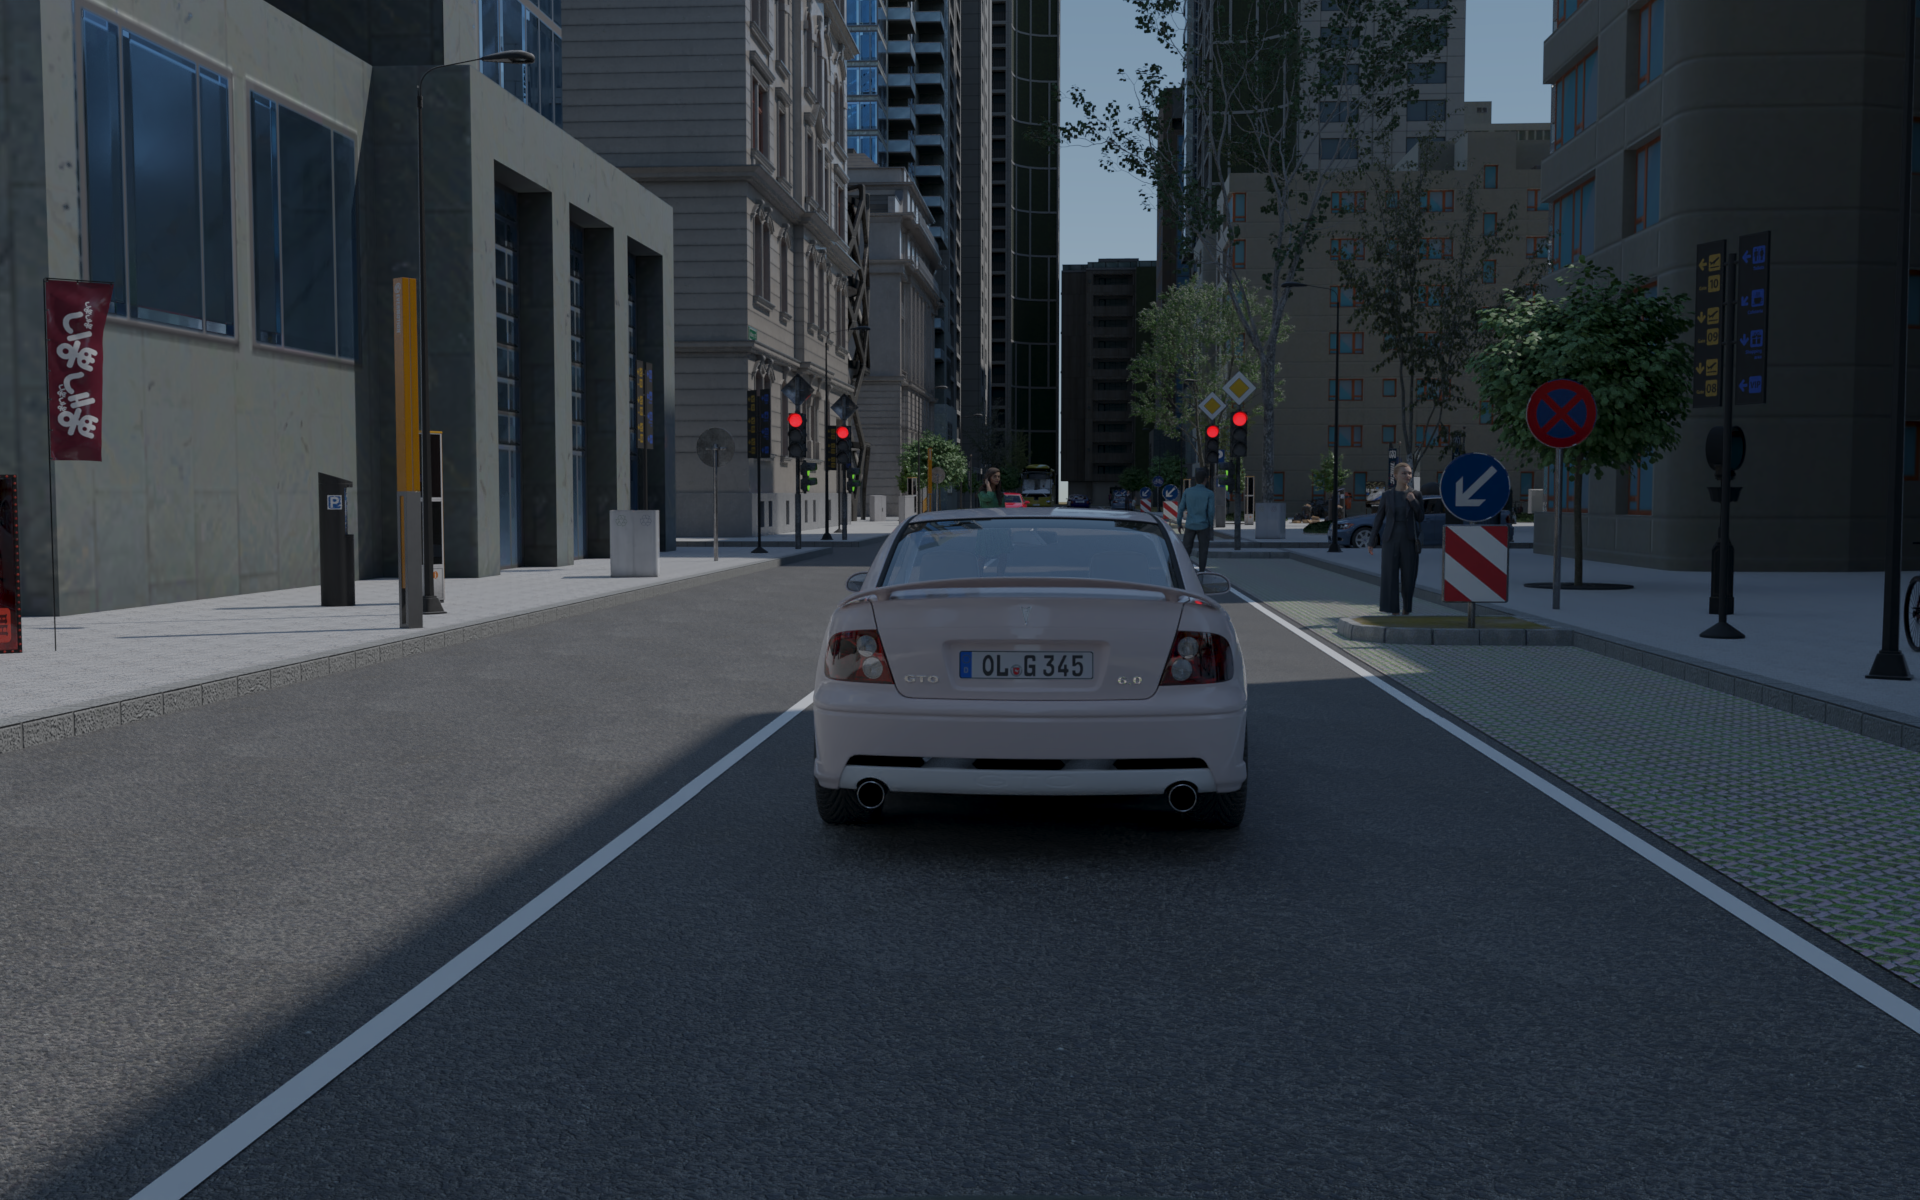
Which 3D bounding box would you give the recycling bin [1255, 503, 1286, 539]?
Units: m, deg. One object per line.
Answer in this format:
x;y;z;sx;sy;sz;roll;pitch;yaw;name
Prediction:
8.887;-2.264;49.564;0.722;1.027;0.722;2;4;25;recycling bin

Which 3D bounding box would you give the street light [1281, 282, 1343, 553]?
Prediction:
7.721;-4.006;38.041;1.470;5.913;1.316;0;4;4;street light

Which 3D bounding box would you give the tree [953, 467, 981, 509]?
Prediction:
0.134;-7.565;118.290;1.663;3.219;1.824;0;3;0;tree

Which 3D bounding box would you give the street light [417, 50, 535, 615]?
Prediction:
-5.149;-2.801;18.336;1.470;5.913;1.316;0;4;4;street light

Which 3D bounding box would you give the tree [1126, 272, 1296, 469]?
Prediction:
11.381;-9.437;80.053;9.928;11.665;9.643;0;3;0;tree

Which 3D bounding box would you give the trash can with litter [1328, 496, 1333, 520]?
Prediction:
13.448;-3.133;62.280;1.678;1.210;2.233;0;4;6;trash can with litter

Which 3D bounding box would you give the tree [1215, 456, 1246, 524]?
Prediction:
11.747;-4.837;73.680;1.663;3.219;1.824;0;3;0;tree

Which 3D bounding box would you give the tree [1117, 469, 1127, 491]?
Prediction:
19.200;-12.773;192.556;4.285;4.588;4.351;0;3;0;tree

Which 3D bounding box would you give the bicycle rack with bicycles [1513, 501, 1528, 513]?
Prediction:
28.183;-4.667;89.686;2.852;0.926;2.925;2;4;35;bicycle rack with bicycles

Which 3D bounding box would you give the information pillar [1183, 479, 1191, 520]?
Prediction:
11.196;-4.951;85.435;0.304;2.012;0.304;1;4;17;information pillar

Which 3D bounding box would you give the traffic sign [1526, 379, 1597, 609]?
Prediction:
6.645;-1.169;19.223;0.768;2.556;0.104;0;4;4;traffic sign

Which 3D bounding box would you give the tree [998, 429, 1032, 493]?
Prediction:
6.179;-14.797;192.294;4.737;8.622;4.395;0;3;0;tree

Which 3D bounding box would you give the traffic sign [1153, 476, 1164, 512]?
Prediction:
13.908;-7.432;121.626;0.768;2.556;0.104;1;4;10;traffic sign

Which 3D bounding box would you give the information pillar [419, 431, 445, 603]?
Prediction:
-6.269;-0.966;20.287;0.304;2.012;0.304;2;4;25;information pillar

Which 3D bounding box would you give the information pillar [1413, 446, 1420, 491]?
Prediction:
22.201;-5.681;84.236;0.504;3.616;0.183;-3;4;-39;information pillar

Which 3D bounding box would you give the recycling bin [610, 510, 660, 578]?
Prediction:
-5.058;-0.881;26.958;0.722;1.027;0.722;0;4;-7;recycling bin

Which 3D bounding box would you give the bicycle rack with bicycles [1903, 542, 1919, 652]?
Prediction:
8.424;0.046;12.627;2.852;0.926;2.925;1;4;18;bicycle rack with bicycles

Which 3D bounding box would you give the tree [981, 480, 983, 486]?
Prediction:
0.937;-7.967;124.864;1.663;3.219;1.824;0;3;0;tree

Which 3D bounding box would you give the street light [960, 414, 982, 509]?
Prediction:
0.596;-7.836;100.665;1.470;5.913;1.316;0;4;4;street light

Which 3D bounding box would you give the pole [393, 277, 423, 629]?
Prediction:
-5.252;-1.384;16.476;0.158;3.312;0.155;0;3;0;pole

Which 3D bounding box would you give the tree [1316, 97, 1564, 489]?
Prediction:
8.703;-5.024;32.503;4.360;8.622;3.978;0;3;0;tree

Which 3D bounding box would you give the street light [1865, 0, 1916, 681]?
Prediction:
5.942;-2.410;11.941;1.470;5.913;1.316;0;4;4;street light

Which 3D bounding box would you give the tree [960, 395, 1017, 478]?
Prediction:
2.199;-10.943;129.285;4.360;8.622;3.978;0;3;0;tree

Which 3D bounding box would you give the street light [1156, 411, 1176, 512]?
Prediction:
11.753;-7.558;96.117;1.470;5.913;1.316;0;4;4;street light

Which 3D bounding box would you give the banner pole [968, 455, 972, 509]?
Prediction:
0.633;-7.381;110.699;0.401;3.779;0.863;-1;4;-15;banner pole

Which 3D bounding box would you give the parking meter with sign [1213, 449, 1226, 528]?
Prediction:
10.001;-4.317;66.838;0.543;3.016;1.738;0;4;3;parking meter with sign

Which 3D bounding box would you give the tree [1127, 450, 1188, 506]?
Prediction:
15.395;-8.821;127.934;4.285;4.588;4.351;0;3;0;tree

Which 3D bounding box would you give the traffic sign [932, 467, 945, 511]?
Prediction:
-1.082;-5.004;81.924;0.768;2.556;0.104;1;4;12;traffic sign

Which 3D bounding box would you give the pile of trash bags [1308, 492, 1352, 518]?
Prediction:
19.791;-5.032;92.029;1.912;1.369;3.447;3;5;44;pile of trash bags

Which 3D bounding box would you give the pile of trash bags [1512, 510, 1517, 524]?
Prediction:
21.925;-3.937;74.124;3.447;1.369;1.912;0;4;-4;pile of trash bags

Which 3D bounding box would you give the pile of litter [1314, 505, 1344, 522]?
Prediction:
14.929;-3.286;67.695;1.719;0.858;1.176;0;4;1;pile of litter

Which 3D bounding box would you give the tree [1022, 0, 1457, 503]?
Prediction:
8.904;-12.264;56.404;12.611;20.169;13.585;0;3;0;tree

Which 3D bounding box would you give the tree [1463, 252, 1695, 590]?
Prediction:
8.588;-2.449;23.753;4.285;4.588;4.351;0;3;0;tree

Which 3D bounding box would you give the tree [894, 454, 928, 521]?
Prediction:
-2.508;-5.386;82.662;1.663;3.219;1.824;0;3;0;tree

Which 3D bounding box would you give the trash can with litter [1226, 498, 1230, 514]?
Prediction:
13.590;-4.711;88.408;1.055;1.170;0.624;-3;5;-42;trash can with litter

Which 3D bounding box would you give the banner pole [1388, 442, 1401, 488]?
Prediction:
20.875;-5.693;83.095;0.401;3.779;0.863;-3;5;-40;banner pole

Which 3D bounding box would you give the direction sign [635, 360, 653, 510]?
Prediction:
-5.410;-2.308;29.739;0.379;3.537;0.876;0;4;7;direction sign

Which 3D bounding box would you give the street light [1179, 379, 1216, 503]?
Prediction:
9.736;-5.963;70.033;1.470;5.913;1.316;0;4;4;street light

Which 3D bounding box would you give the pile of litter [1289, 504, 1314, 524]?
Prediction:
15.273;-3.784;75.829;1.719;0.858;1.176;1;4;11;pile of litter

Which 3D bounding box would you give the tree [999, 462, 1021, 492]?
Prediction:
5.009;-11.948;179.070;4.285;4.588;4.351;0;3;0;tree

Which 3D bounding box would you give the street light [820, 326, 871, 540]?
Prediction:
-3.170;-4.621;48.096;1.470;5.913;1.316;0;4;4;street light

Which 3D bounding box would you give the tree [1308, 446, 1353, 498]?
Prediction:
14.895;-4.628;70.267;1.663;3.219;1.824;0;3;0;tree

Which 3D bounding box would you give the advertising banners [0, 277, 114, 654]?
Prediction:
-7.793;-1.074;13.740;2.074;3.025;0.090;-3;4;-38;advertising banners

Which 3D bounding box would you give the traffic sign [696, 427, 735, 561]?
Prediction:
-4.669;-2.016;33.069;0.768;2.556;0.104;1;4;10;traffic sign

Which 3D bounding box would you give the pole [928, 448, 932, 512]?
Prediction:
-1.336;-5.074;76.802;0.158;3.312;0.155;0;3;0;pole

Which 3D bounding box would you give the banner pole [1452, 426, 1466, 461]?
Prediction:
18.316;-4.500;63.590;0.863;3.779;0.401;-2;4;-33;banner pole

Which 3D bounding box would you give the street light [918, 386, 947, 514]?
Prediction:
-1.237;-6.240;74.569;1.470;5.913;1.316;0;4;4;street light

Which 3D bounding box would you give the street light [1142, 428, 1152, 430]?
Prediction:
13.578;-9.165;122.395;1.470;5.913;1.316;0;4;4;street light

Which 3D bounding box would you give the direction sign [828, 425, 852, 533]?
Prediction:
-3.999;-3.992;57.269;0.876;3.537;0.379;-2;4;-25;direction sign

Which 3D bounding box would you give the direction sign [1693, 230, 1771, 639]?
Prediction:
6.819;-1.431;15.386;0.379;3.537;0.876;-1;4;-17;direction sign

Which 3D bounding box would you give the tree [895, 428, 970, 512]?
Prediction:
-1.521;-6.272;86.267;4.285;4.588;4.351;0;3;0;tree

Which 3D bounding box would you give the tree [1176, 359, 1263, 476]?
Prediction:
13.368;-8.571;90.501;4.737;8.622;4.395;0;3;0;tree

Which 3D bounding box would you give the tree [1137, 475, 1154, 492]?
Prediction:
16.862;-9.993;157.982;1.663;3.219;1.824;0;3;0;tree

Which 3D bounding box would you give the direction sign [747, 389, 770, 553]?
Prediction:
-4.366;-2.790;37.606;0.379;3.537;0.876;-3;4;-39;direction sign
